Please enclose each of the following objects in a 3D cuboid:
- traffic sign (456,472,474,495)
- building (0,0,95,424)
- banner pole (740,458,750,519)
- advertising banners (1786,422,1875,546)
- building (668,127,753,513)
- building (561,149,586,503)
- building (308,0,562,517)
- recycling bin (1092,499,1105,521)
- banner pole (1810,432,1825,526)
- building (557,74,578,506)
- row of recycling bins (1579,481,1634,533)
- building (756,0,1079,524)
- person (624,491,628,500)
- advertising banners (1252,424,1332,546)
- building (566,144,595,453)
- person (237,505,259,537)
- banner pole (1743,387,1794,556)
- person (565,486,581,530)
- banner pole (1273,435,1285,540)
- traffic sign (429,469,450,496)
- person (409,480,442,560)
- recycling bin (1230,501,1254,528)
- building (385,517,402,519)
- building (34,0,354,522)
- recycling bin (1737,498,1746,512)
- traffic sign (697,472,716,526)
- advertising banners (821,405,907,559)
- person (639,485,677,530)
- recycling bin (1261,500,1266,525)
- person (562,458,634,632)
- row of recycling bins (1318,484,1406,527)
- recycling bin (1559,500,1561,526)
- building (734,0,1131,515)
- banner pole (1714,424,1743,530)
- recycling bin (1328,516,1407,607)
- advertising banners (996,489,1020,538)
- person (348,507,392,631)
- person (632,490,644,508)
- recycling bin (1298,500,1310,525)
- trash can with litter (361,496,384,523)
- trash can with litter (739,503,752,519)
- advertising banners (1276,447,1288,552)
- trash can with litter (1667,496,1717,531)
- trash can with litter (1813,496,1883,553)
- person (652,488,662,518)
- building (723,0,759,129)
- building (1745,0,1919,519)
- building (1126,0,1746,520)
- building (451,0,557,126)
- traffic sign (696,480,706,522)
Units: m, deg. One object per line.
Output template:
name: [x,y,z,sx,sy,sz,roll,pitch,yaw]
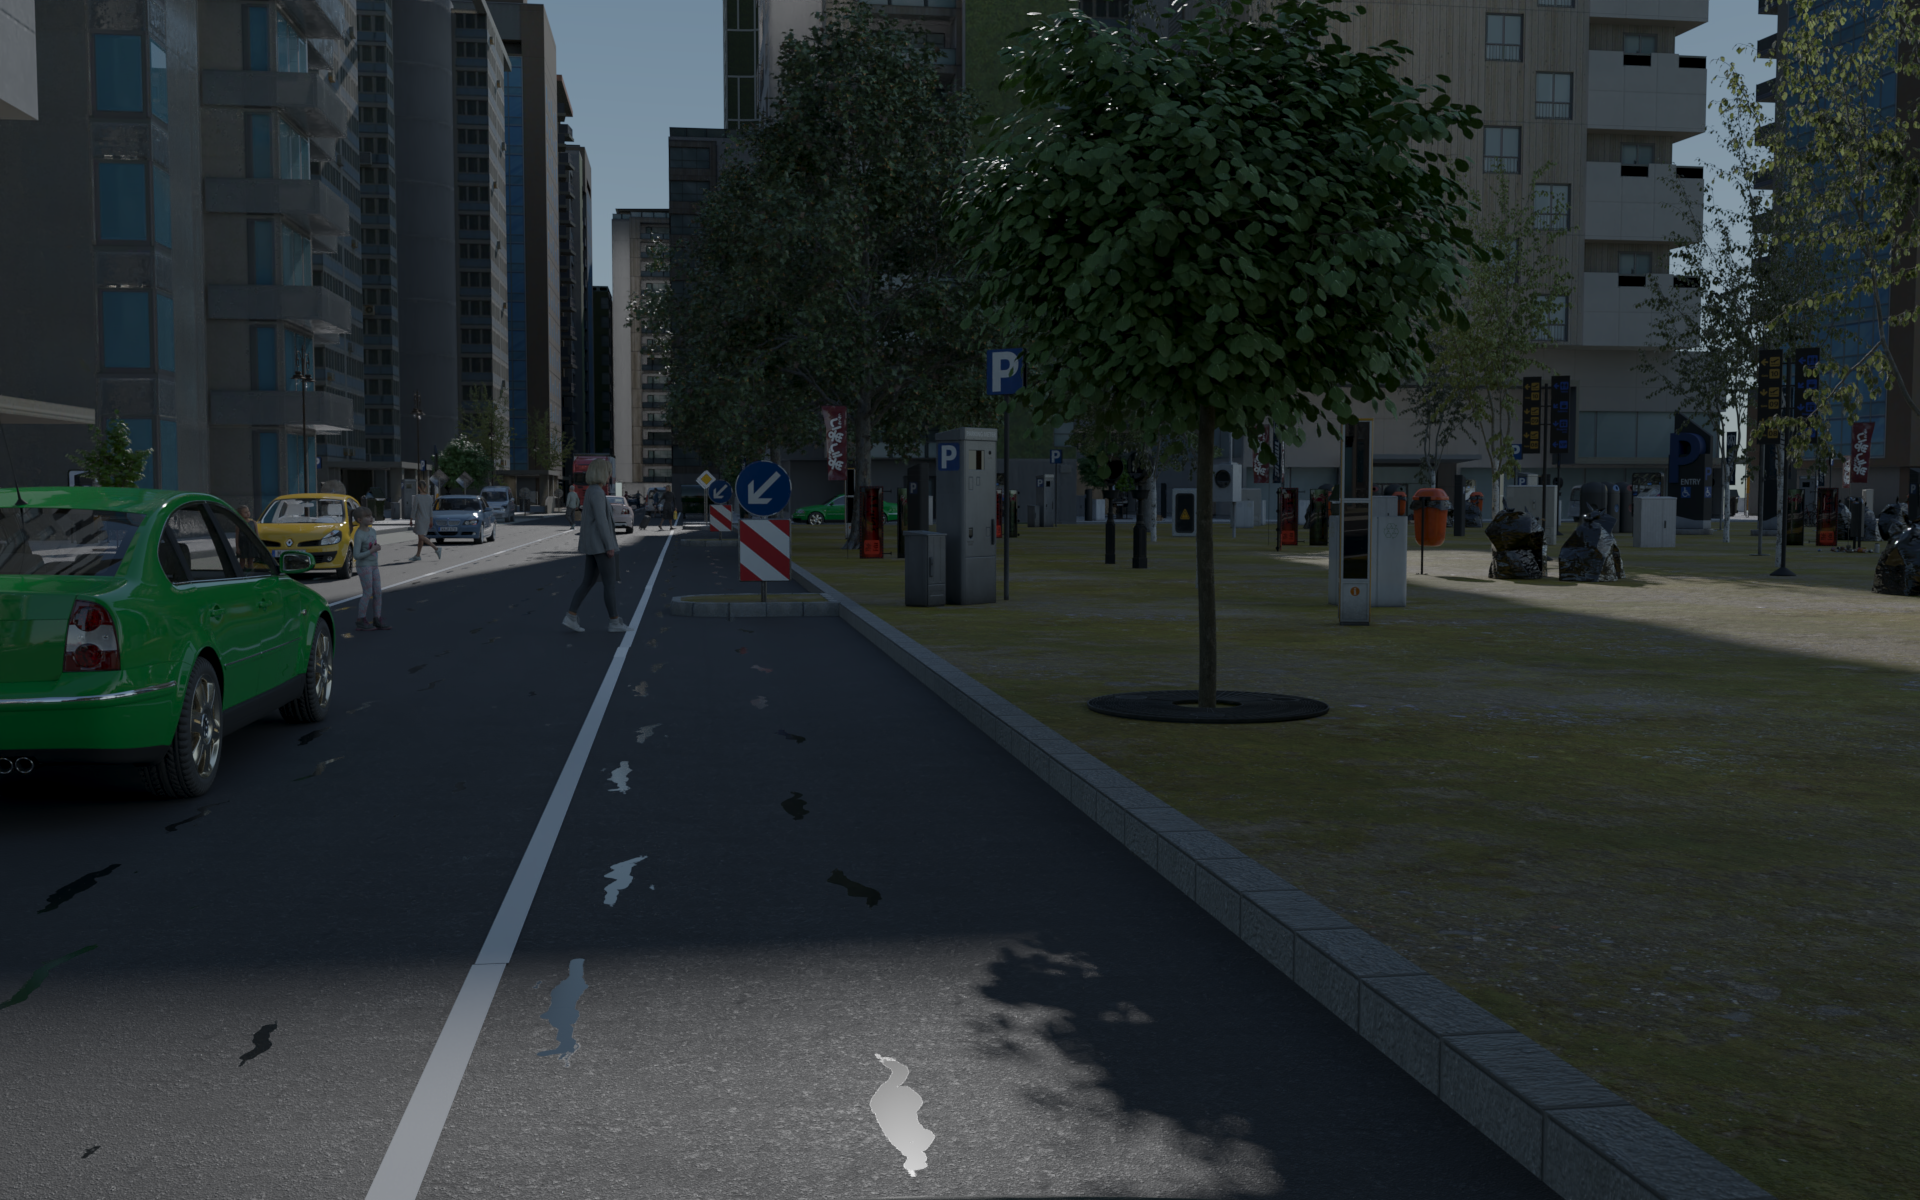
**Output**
traffic sign: [-21.917,-4.470,76.723,0.795,2.450,0.064,-1,4,-9]
building: [-29.754,-26.373,20.435,28.713,52.752,27.495,-1,4,-9]
banner pole: [-10.188,-5.651,82.403,0.863,3.779,0.401,3,5,44]
advertising banners: [21.309,-2.837,42.568,2.074,3.025,0.090,3,5,41]
building: [-16.327,-22.551,140.407,14.160,30.474,14.107,-1,4,-9]
building: [-50.815,-31.545,199.361,14.154,41.232,14.086,-1,4,-9]
building: [-46.294,-26.563,126.190,32.217,40.220,23.993,-1,4,-9]
recycling bin: [6.521,-4.350,83.684,0.722,1.027,0.722,3,5,41]
banner pole: [34.409,-4.853,69.363,0.401,3.779,0.863,0,4,-3]
building: [-50.901,-31.925,176.591,22.147,44.769,28.867,-1,4,-9]
row of recycling bins: [21.533,-3.053,57.032,3.534,1.692,1.069,-3,5,-39]
building: [-2.526,-24.481,83.855,14.086,41.232,14.154,-1,4,-9]
person: [-32.800,-9.812,169.648,0.721,1.743,1.217,-3,5,-39]
advertising banners: [8.221,-2.873,43.154,2.074,3.025,0.090,1,4,20]
building: [-53.606,-34.686,217.225,14.200,45.320,14.600,-1,4,-9]
person: [-11.158,-0.854,27.130,0.362,1.253,0.373,-2,4,-31]
banner pole: [16.812,-2.801,35.816,0.401,3.779,0.863,-2,4,-35]
person: [-15.626,-3.739,70.116,0.515,1.767,0.782,2,4,27]
banner pole: [9.029,-3.602,48.912,0.401,3.779,0.863,-1,4,-19]
traffic sign: [-20.678,-3.987,68.834,0.795,2.450,0.064,-1,4,-9]
person: [-11.530,-1.717,37.325,0.760,1.731,0.466,0,4,1]
recycling bin: [10.616,-3.221,65.218,0.722,1.027,0.722,0,4,-7]
building: [-46.401,-24.585,93.851,32.217,40.220,23.993,-1,4,-9]
building: [-36.287,-26.596,54.451,30.456,49.044,23.786,-1,4,-9]
recycling bin: [55.005,-6.710,122.264,0.722,1.027,0.722,1,4,11]
traffic sign: [-10.307,-4.085,70.436,0.795,2.450,0.064,-1,4,-9]
advertising banners: [-1.726,-2.331,34.304,2.074,3.025,0.090,-1,4,-16]
person: [-12.096,-3.725,69.622,1.509,1.804,0.699,1,4,12]
recycling bin: [12.138,-3.580,71.083,0.722,1.027,0.722,1,4,19]
person: [-3.791,-0.572,18.036,0.728,1.800,0.709,-1,4,-20]
row of recycling bins: [15.789,-3.742,68.286,3.534,1.692,1.069,0,4,-5]
recycling bin: [23.553,-3.468,69.262,0.722,1.027,0.722,0,4,-5]
building: [1.221,-25.902,115.381,32.217,40.220,23.993,-1,4,-9]
banner pole: [27.043,-4.345,61.065,0.401,3.779,0.863,-1,4,-21]
recycling bin: [4.685,-0.451,19.927,0.722,1.027,0.722,0,4,-4]
advertising banners: [1.086,-3.307,50.250,0.090,3.025,2.074,3,4,39]
person: [-6.197,-0.333,18.216,0.394,1.301,0.425,0,4,-3]
person: [-32.918,-10.314,177.221,1.350,1.814,0.705,-1,4,-18]
recycling bin: [14.194,-3.633,71.961,0.722,1.027,0.722,-1,4,-19]
trash can with litter: [-26.927,-4.119,78.405,1.678,1.210,2.233,-2,4,-29]
trash can with litter: [-10.415,-4.488,84.760,0.624,1.170,1.055,-2,4,-27]
advertising banners: [7.304,-2.645,39.440,0.090,3.025,2.074,1,4,14]
trash can with litter: [24.990,-2.993,59.990,2.233,1.210,1.678,2,4,34]
trash can with litter: [19.944,-1.674,38.423,1.678,1.210,2.233,1,4,16]
person: [-18.243,-5.855,104.255,0.654,1.822,0.581,0,4,-8]
building: [-21.376,-47.699,218.133,20.563,71.187,20.611,-1,4,-9]
building: [54.119,-27.182,94.533,14.200,45.320,14.600,-1,4,-9]
building: [24.443,-31.077,97.340,27.495,52.752,28.713,-1,4,-9]
building: [-43.673,-30.938,155.949,14.600,45.320,14.200,-1,4,-9]
traffic sign: [-11.546,-4.568,78.325,0.795,2.450,0.064,-1,4,-9]
